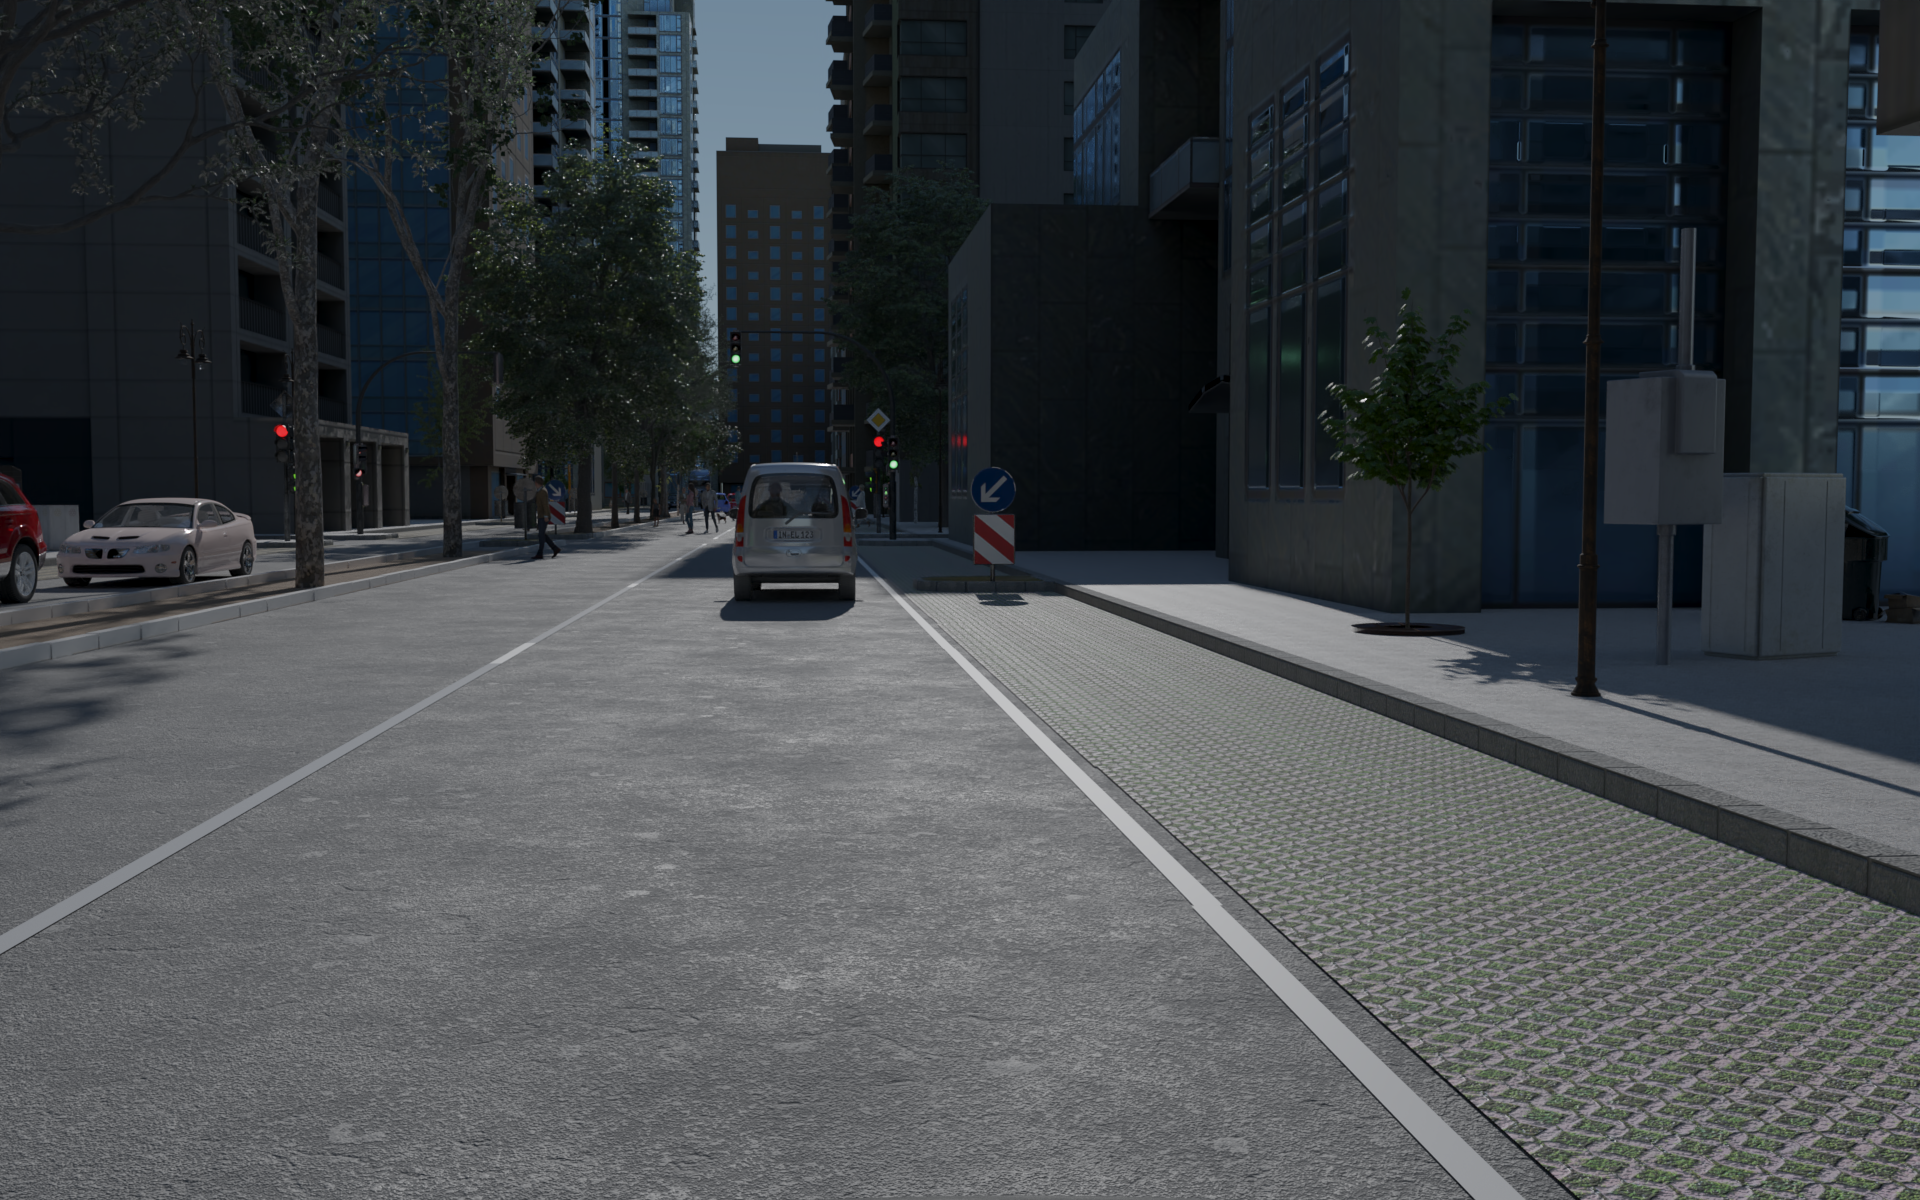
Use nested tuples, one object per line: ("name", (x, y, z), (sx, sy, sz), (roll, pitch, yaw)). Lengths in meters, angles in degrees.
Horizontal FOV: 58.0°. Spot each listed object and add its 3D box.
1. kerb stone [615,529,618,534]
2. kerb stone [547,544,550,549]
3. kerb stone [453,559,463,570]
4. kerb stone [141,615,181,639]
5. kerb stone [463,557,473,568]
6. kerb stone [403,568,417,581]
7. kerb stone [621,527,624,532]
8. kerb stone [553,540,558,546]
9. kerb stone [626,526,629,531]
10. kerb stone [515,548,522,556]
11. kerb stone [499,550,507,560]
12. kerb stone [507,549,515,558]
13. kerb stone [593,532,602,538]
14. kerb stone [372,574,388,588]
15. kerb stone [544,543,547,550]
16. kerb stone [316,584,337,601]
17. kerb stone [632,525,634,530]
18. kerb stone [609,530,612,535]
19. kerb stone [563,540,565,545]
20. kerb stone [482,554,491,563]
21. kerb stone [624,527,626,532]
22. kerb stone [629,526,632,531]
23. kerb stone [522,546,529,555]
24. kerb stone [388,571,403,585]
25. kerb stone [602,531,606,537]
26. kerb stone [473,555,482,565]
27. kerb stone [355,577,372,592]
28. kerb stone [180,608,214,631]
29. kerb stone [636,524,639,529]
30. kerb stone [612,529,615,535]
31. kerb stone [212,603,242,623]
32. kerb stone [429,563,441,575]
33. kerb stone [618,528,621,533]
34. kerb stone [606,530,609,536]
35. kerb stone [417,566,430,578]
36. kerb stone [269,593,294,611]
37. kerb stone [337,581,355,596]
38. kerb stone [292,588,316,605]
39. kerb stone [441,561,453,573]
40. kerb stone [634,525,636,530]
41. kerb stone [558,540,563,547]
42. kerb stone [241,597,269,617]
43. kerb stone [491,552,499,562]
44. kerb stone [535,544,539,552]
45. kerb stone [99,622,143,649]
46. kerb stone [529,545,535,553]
("kerb stone", (-12.437, -2.432, 61.954), (0.120, 0.150, 1.000), (0, 4, -5))
("kerb stone", (-10.813, -1.401, 45.124), (0.120, 0.150, 1.000), (0, 4, -5))
("kerb stone", (-9.635, -0.648, 32.874), (0.120, 0.150, 1.000), (0, 4, -5))
("kerb stone", (-8.161, 0.286, 17.545), (0.120, 0.150, 1.000), (0, 4, -5))
("kerb stone", (-9.738, -0.715, 33.890), (0.120, 0.150, 1.000), (0, 4, -5))
("kerb stone", (-9.243, -0.404, 28.799), (0.120, 0.150, 1.000), (0, 4, -5))
("kerb stone", (-12.636, -2.557, 63.997), (0.120, 0.150, 1.000), (0, 4, -5))
("kerb stone", (-10.916, -1.465, 46.144), (0.120, 0.150, 1.000), (0, 4, -5))
("kerb stone", (-12.828, -2.679, 66.048), (0.120, 0.150, 1.000), (0, 4, -5))
("kerb stone", (-10.325, -1.090, 40.019), (0.120, 0.150, 1.000), (0, 4, -5))
("kerb stone", (-10.131, -0.963, 37.979), (0.120, 0.150, 1.000), (0, 4, -5))
("kerb stone", (-10.220, -1.028, 38.997), (0.120, 0.150, 1.000), (0, 4, -5))
("kerb stone", (-11.946, -2.120, 56.862), (0.120, 0.150, 1.000), (0, 4, -5))
("kerb stone", (-9.050, -0.271, 26.756), (0.120, 0.150, 1.000), (0, 4, -5))
("kerb stone", (-10.721, -1.340, 44.100), (0.120, 0.150, 1.000), (0, 4, -5))
("kerb stone", (-8.748, -0.091, 23.682), (0.120, 0.150, 1.000), (0, 4, -5))
("kerb stone", (-13.030, -2.799, 68.093), (0.120, 0.150, 1.000), (0, 4, -5))
("kerb stone", (-12.240, -2.305, 59.916), (0.120, 0.150, 1.000), (0, 4, -5))
("kerb stone", (-11.109, -1.590, 48.184), (0.120, 0.150, 1.000), (0, 4, -5))
("kerb stone", (-9.936, -0.840, 35.924), (0.120, 0.150, 1.000), (0, 4, -5))
("kerb stone", (-12.730, -2.616, 65.023), (0.120, 0.150, 1.000), (0, 4, -5))
("kerb stone", (-12.926, -2.745, 67.072), (0.120, 0.150, 1.000), (0, 4, -5))
("kerb stone", (-10.415, -1.152, 41.037), (0.120, 0.150, 1.000), (0, 4, -5))
("kerb stone", (-9.147, -0.342, 27.781), (0.120, 0.150, 1.000), (0, 4, -5))
("kerb stone", (-12.046, -2.180, 57.881), (0.120, 0.150, 1.000), (0, 4, -5))
("kerb stone", (-9.839, -0.775, 34.907), (0.120, 0.150, 1.000), (0, 4, -5))
("kerb stone", (-8.957, -0.210, 25.738), (0.120, 0.150, 1.000), (0, 4, -5))
("kerb stone", (-8.257, 0.223, 18.565), (0.120, 0.150, 1.000), (0, 4, -5))
("kerb stone", (-13.219, -2.932, 70.136), (0.120, 0.150, 1.000), (0, 4, -5))
("kerb stone", (-12.328, -2.370, 60.937), (0.120, 0.150, 1.000), (0, 4, -5))
("kerb stone", (-8.366, 0.160, 19.581), (0.120, 0.150, 1.000), (0, 4, -5))
("kerb stone", (-9.442, -0.528, 30.835), (0.120, 0.150, 1.000), (0, 4, -5))
("kerb stone", (-12.529, -2.492, 62.972), (0.120, 0.150, 1.000), (0, 4, -5))
("kerb stone", (-12.140, -2.245, 58.899), (0.120, 0.150, 1.000), (0, 4, -5))
("kerb stone", (-9.341, -0.460, 29.817), (0.120, 0.150, 1.000), (0, 4, -5))
("kerb stone", (-8.556, 0.037, 21.637), (0.120, 0.150, 1.000), (0, 4, -5))
("kerb stone", (-8.856, -0.154, 24.714), (0.120, 0.150, 1.000), (0, 4, -5))
("kerb stone", (-8.658, -0.028, 22.654), (0.120, 0.150, 1.000), (0, 4, -5))
("kerb stone", (-9.536, -0.591, 31.853), (0.120, 0.150, 1.000), (0, 4, -5))
("kerb stone", (-13.125, -2.870, 69.118), (0.120, 0.150, 1.000), (0, 4, -5))
("kerb stone", (-11.016, -1.527, 47.162), (0.120, 0.150, 1.000), (0, 4, -5))
("kerb stone", (-8.460, 0.097, 20.604), (0.120, 0.150, 1.000), (0, 4, -5))
("kerb stone", (-10.027, -0.900, 36.950), (0.120, 0.150, 1.000), (0, 4, -5))
("kerb stone", (-10.618, -1.277, 43.077), (0.120, 0.150, 1.000), (0, 4, -5))
("kerb stone", (-8.066, 0.350, 16.510), (0.120, 0.150, 1.000), (0, 4, -5))
("kerb stone", (-10.521, -1.211, 42.054), (0.120, 0.150, 1.000), (0, 4, -5))
